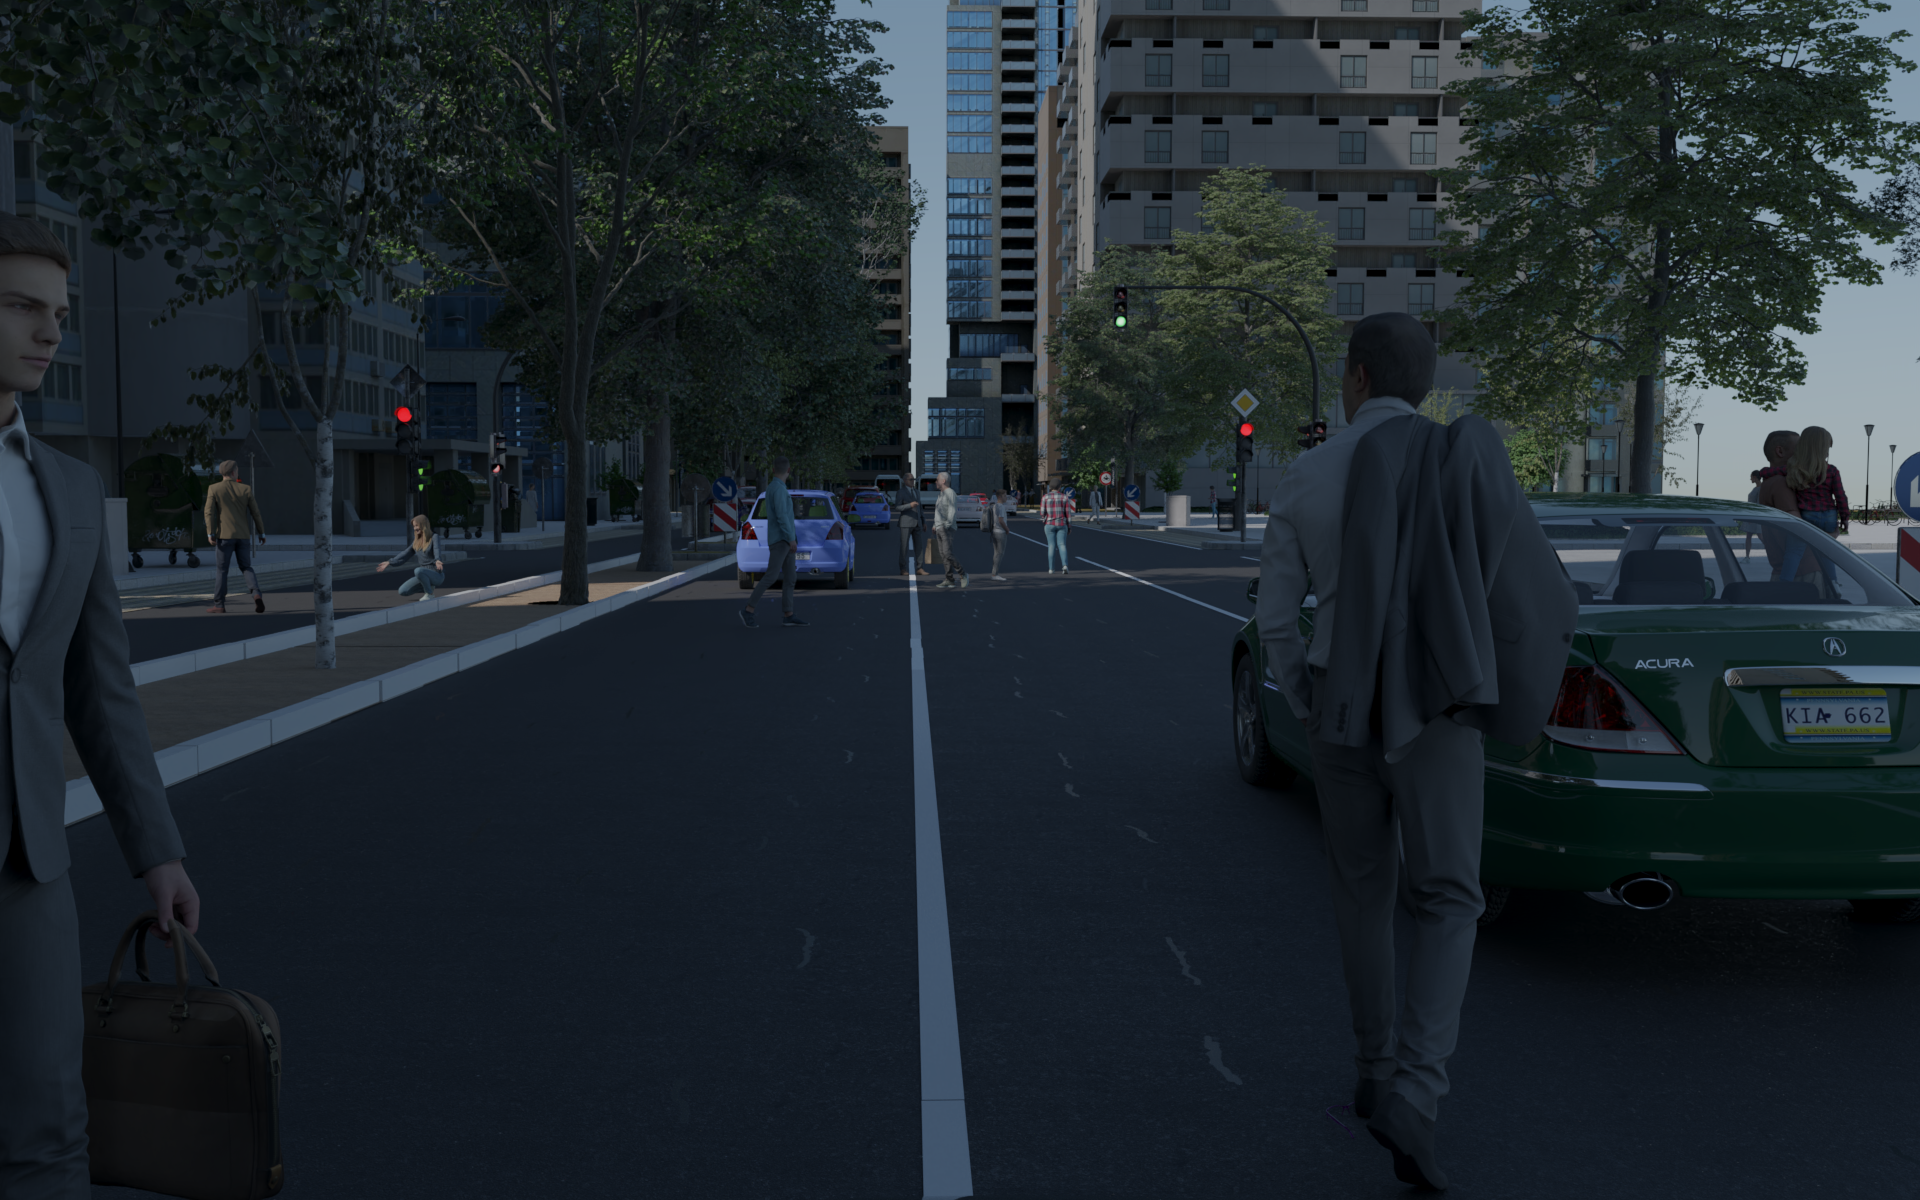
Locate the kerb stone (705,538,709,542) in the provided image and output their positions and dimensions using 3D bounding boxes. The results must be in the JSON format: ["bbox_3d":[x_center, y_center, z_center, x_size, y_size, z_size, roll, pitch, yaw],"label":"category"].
[{"bbox_3d":[-7.251,-1.620,48.759,0.120,0.150,1.000,0,4,-2],"label":"kerb stone"}]

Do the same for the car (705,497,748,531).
[{"bbox_3d":[-9.185,-3.339,67.176,1.945,1.354,3.894,0,4,-2],"label":"car"}]

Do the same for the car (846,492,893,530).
[{"bbox_3d":[-3.706,-3.767,71.177,1.945,1.707,3.694,0,4,-2],"label":"car"}]

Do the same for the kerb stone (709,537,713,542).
[{"bbox_3d":[-7.283,-1.687,49.781,0.120,0.150,1.000,0,4,-2],"label":"kerb stone"}]

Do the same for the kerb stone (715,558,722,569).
[{"bbox_3d":[-4.673,-0.653,32.878,0.120,0.150,1.000,0,4,-2],"label":"kerb stone"}]

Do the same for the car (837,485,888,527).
[{"bbox_3d":[-4.355,-4.184,77.083,2.281,1.827,5.304,0,4,-2],"label":"car"}]

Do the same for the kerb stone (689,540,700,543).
[{"bbox_3d":[-7.196,-1.491,46.713,0.120,0.150,1.000,0,4,-2],"label":"kerb stone"}]

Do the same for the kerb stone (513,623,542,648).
[{"bbox_3d":[-4.172,0.357,16.510,0.120,0.150,1.000,0,4,-2],"label":"kerb stone"}]

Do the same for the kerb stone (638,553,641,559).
[{"bbox_3d":[-6.900,-0.903,36.958,0.120,0.150,1.000,0,4,-2],"label":"kerb stone"}]

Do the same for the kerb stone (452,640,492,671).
[{"bbox_3d":[-4.112,0.473,14.462,0.120,0.150,1.000,0,4,-2],"label":"kerb stone"}]

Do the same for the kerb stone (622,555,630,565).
[{"bbox_3d":[-6.836,-0.774,34.904,0.120,0.150,1.000,0,4,-2],"label":"kerb stone"}]

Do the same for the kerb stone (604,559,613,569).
[{"bbox_3d":[-6.772,-0.648,32.857,0.120,0.150,1.000,0,4,-2],"label":"kerb stone"}]

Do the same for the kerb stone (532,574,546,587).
[{"bbox_3d":[-6.585,-0.276,26.718,0.120,0.150,1.000,0,4,-2],"label":"kerb stone"}]

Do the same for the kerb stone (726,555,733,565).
[{"bbox_3d":[-4.731,-0.779,34.927,0.120,0.150,1.000,0,4,-2],"label":"kerb stone"}]

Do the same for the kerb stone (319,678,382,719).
[{"bbox_3d":[-4.033,0.661,11.388,0.120,0.150,1.000,0,4,-2],"label":"kerb stone"}]

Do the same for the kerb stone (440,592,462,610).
[{"bbox_3d":[-6.426,0.037,21.595,0.120,0.150,1.000,0,4,-2],"label":"kerb stone"}]

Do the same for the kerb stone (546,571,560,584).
[{"bbox_3d":[-6.610,-0.339,27.740,0.120,0.150,1.000,0,4,-2],"label":"kerb stone"}]

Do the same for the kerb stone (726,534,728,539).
[{"bbox_3d":[-7.399,-1.938,53.880,0.120,0.150,1.000,0,4,-2],"label":"kerb stone"}]

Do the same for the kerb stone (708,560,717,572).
[{"bbox_3d":[-4.641,-0.591,31.856,0.120,0.150,1.000,0,4,-2],"label":"kerb stone"}]

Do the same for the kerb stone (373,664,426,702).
[{"bbox_3d":[-4.050,0.598,12.419,0.120,0.150,1.000,0,4,-2],"label":"kerb stone"}]

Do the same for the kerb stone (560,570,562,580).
[{"bbox_3d":[-6.654,-0.399,28.770,0.120,0.150,1.000,0,4,-2],"label":"kerb stone"}]

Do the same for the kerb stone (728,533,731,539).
[{"bbox_3d":[-7.439,-2.000,54.901,0.120,0.150,1.000,0,4,-2],"label":"kerb stone"}]

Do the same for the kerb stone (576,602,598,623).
[{"bbox_3d":[-4.276,0.160,19.586,0.120,0.150,1.000,0,4,-2],"label":"kerb stone"}]

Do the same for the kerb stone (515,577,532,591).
[{"bbox_3d":[-6.553,-0.212,25.690,0.120,0.150,1.000,0,4,-2],"label":"kerb stone"}]

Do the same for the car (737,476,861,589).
[{"bbox_3d":[-2.546,-1.090,27.413,1.945,1.707,3.694,0,4,-2],"label":"car"}]

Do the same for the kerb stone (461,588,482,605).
[{"bbox_3d":[-6.467,-0.026,22.624,0.120,0.150,1.000,0,4,-2],"label":"kerb stone"}]

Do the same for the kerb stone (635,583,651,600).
[{"bbox_3d":[-4.395,-0.091,23.677,0.120,0.150,1.000,0,4,-2],"label":"kerb stone"}]

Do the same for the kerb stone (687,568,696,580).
[{"bbox_3d":[-4.550,-0.399,28.792,0.120,0.150,1.000,0,4,-2],"label":"kerb stone"}]

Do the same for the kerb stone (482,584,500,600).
[{"bbox_3d":[-6.495,-0.086,23.647,0.120,0.150,1.000,0,4,-2],"label":"kerb stone"}]

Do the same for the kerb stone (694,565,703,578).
[{"bbox_3d":[-4.582,-0.465,29.813,0.120,0.150,1.000,0,4,-2],"label":"kerb stone"}]

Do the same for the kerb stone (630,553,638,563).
[{"bbox_3d":[-6.868,-0.835,35.936,0.120,0.150,1.000,0,4,-2],"label":"kerb stone"}]

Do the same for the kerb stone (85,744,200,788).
[{"bbox_3d":[-3.930,0.850,8.320,0.120,0.150,1.000,0,4,-2],"label":"kerb stone"}]

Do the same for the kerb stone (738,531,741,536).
[{"bbox_3d":[-7.531,-2.184,57.971,0.120,0.150,1.000,0,4,-2],"label":"kerb stone"}]

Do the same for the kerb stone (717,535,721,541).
[{"bbox_3d":[-7.347,-1.812,51.826,0.120,0.150,1.000,0,4,-2],"label":"kerb stone"}]

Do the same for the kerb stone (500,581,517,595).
[{"bbox_3d":[-6.524,-0.144,24.668,0.120,0.150,1.000,0,4,-2],"label":"kerb stone"}]

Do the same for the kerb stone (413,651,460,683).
[{"bbox_3d":[-4.091,0.536,13.440,0.120,0.150,1.000,0,4,-2],"label":"kerb stone"}]

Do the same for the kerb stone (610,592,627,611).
[{"bbox_3d":[-4.329,0.036,21.631,0.120,0.150,1.000,0,4,-2],"label":"kerb stone"}]

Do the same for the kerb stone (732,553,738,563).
[{"bbox_3d":[-4.768,-0.841,35.948,0.120,0.150,1.000,0,4,-2],"label":"kerb stone"}]

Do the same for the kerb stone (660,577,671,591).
[{"bbox_3d":[-4.458,-0.209,25.724,0.120,0.150,1.000,0,4,-2],"label":"kerb stone"}]

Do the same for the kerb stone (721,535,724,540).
[{"bbox_3d":[-7.378,-1.875,52.858,0.120,0.150,1.000,0,4,-2],"label":"kerb stone"}]

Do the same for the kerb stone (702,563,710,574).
[{"bbox_3d":[-4.618,-0.528,30.834,0.120,0.150,1.000,0,4,-2],"label":"kerb stone"}]

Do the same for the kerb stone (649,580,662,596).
[{"bbox_3d":[-4.422,-0.151,24.699,0.120,0.150,1.000,0,4,-2],"label":"kerb stone"}]

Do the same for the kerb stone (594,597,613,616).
[{"bbox_3d":[-4.305,0.097,20.608,0.120,0.150,1.000,0,4,-2],"label":"kerb stone"}]

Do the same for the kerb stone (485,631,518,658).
[{"bbox_3d":[-4.150,0.417,15.483,0.120,0.150,1.000,0,4,-2],"label":"kerb stone"}]

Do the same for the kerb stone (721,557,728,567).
[{"bbox_3d":[-4.709,-0.716,33.905,0.120,0.150,1.000,0,4,-2],"label":"kerb stone"}]

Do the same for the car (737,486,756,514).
[{"bbox_3d":[-9.659,-4.263,78.374,2.281,1.827,5.304,0,4,-4],"label":"car"}]

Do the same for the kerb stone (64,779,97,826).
[{"bbox_3d":[-3.906,0.912,7.291,0.120,0.150,1.000,0,4,-2],"label":"kerb stone"}]

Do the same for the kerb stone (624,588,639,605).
[{"bbox_3d":[-4.368,-0.025,22.655,0.120,0.150,1.000,0,4,-2],"label":"kerb stone"}]

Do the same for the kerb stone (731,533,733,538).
[{"bbox_3d":[-7.470,-2.063,55.923,0.120,0.150,1.000,0,4,-2],"label":"kerb stone"}]

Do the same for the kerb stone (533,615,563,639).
[{"bbox_3d":[-4.212,0.286,17.538,0.120,0.150,1.000,0,4,-2],"label":"kerb stone"}]

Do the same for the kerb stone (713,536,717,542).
[{"bbox_3d":[-7.318,-1.750,50.802,0.120,0.150,1.000,0,4,-2],"label":"kerb stone"}]

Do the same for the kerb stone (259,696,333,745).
[{"bbox_3d":[-3.994,0.723,10.366,0.120,0.150,1.000,0,4,-2],"label":"kerb stone"}]

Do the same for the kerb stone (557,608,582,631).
[{"bbox_3d":[-4.233,0.222,18.561,0.120,0.150,1.000,0,4,-2],"label":"kerb stone"}]

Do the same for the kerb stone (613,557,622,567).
[{"bbox_3d":[-6.808,-0.710,33.879,0.120,0.150,1.000,0,4,-2],"label":"kerb stone"}]

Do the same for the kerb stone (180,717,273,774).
[{"bbox_3d":[-3.964,0.786,9.342,0.120,0.150,1.000,0,4,-2],"label":"kerb stone"}]

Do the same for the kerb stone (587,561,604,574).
[{"bbox_3d":[-6.740,-0.587,31.836,0.120,0.150,1.000,0,4,-2],"label":"kerb stone"}]

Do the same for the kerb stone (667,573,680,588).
[{"bbox_3d":[-4.488,-0.278,26.746,0.120,0.150,1.000,0,4,-2],"label":"kerb stone"}]

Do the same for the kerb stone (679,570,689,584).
[{"bbox_3d":[-4.514,-0.340,27.770,0.120,0.150,1.000,0,4,-2],"label":"kerb stone"}]

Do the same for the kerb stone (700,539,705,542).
[{"bbox_3d":[-7.214,-1.562,47.735,0.120,0.150,1.000,0,4,-2],"label":"kerb stone"}]
